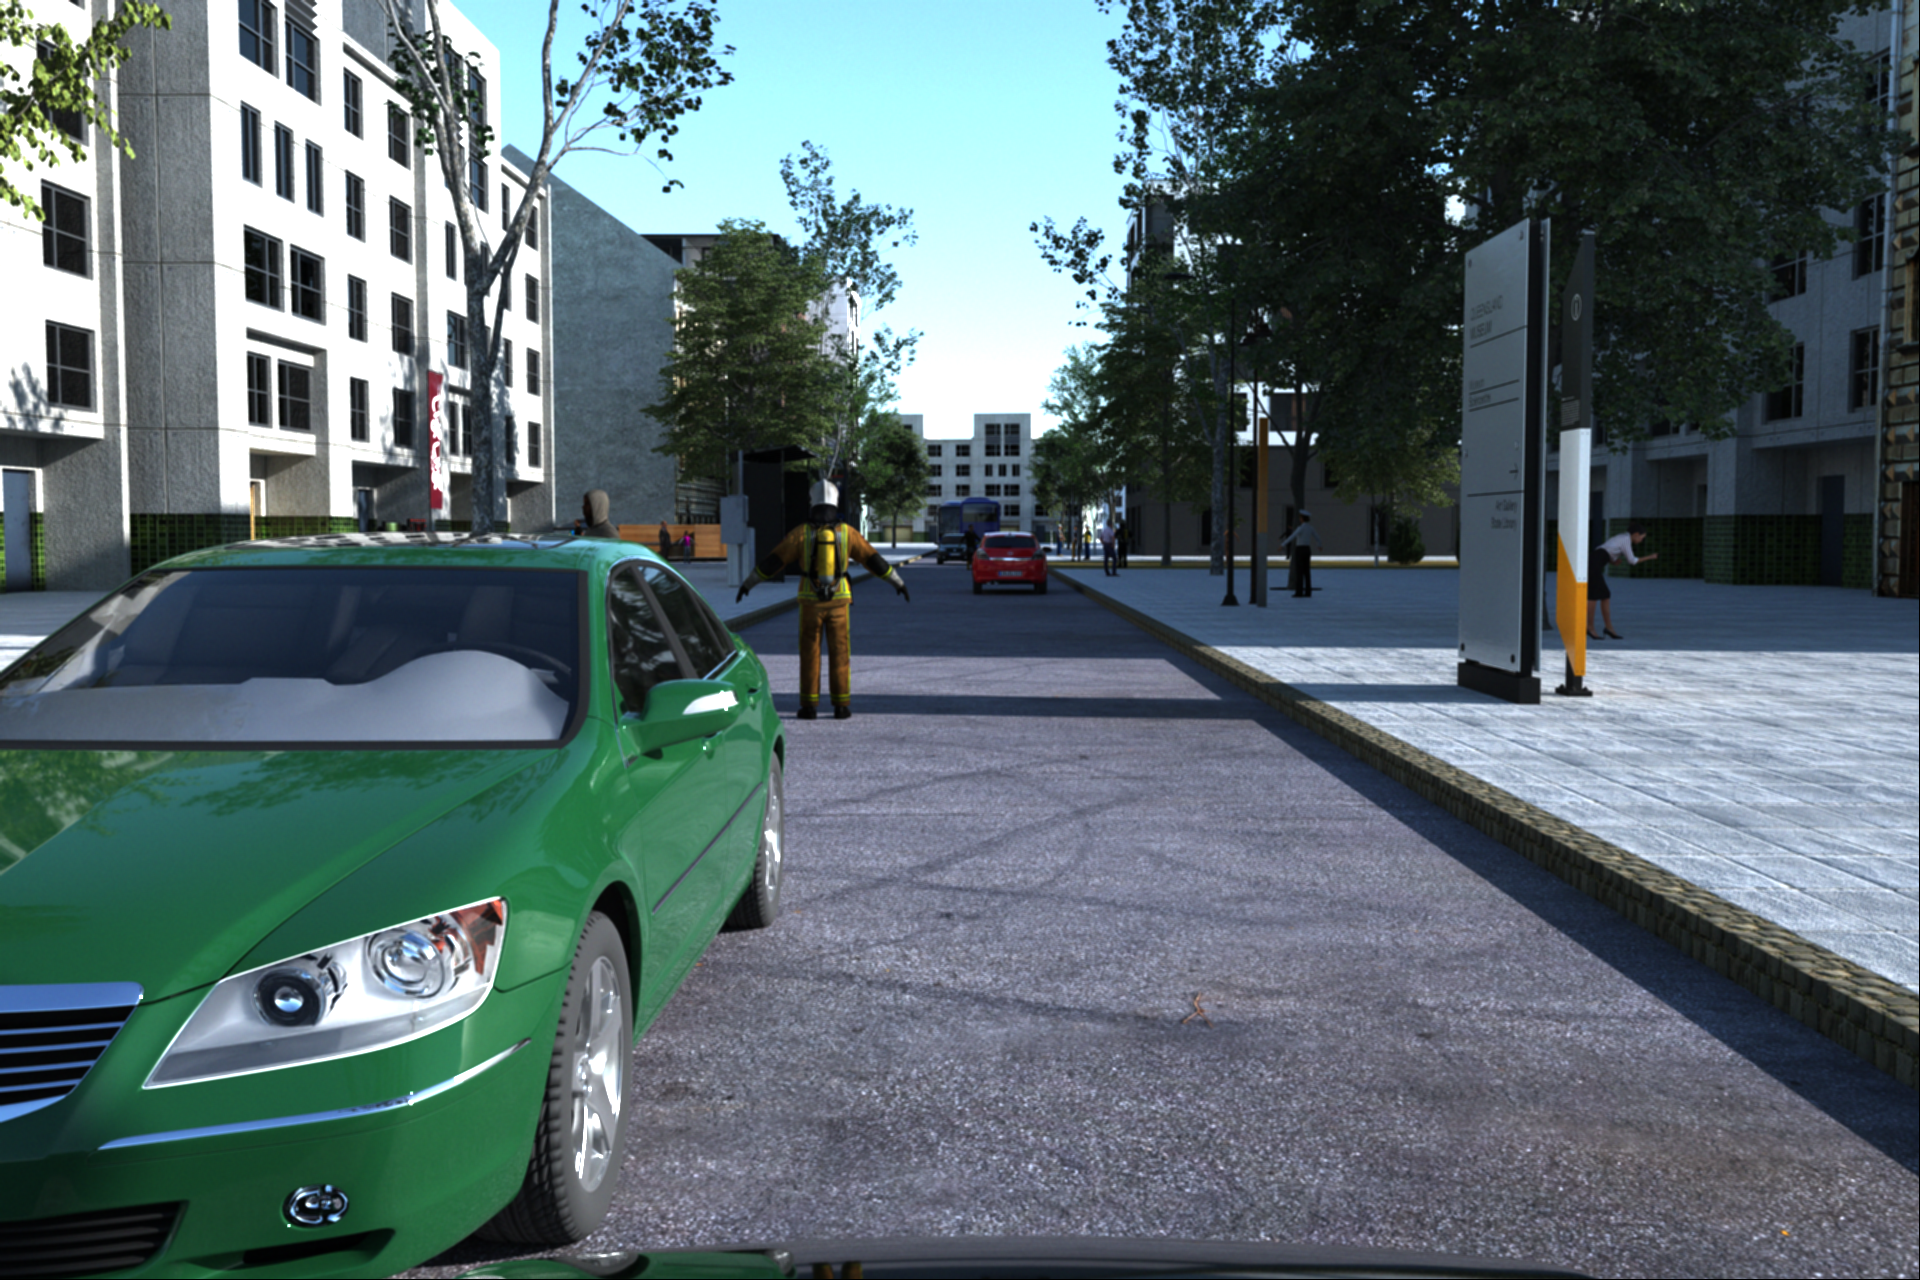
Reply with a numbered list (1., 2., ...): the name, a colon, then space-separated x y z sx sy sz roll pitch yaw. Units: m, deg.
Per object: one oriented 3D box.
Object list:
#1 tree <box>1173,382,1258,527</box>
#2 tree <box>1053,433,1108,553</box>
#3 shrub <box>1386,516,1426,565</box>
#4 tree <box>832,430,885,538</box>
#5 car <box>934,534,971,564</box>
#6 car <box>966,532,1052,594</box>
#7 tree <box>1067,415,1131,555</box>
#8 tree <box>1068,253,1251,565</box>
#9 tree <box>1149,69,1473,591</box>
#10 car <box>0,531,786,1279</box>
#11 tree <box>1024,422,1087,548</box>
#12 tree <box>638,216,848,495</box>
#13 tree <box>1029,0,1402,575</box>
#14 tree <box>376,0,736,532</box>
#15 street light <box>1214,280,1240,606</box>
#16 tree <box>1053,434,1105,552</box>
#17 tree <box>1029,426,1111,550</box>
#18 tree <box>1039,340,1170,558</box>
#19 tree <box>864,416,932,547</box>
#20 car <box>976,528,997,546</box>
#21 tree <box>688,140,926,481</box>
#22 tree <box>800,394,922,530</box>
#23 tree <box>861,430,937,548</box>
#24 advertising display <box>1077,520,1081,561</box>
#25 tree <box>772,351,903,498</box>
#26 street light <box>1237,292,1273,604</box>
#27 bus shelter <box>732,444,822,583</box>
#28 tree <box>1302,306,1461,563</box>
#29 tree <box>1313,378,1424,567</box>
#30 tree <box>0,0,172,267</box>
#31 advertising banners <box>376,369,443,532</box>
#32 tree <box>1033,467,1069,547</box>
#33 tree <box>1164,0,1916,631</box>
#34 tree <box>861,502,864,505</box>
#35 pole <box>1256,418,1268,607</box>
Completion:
1. tree: 11.914 -7.946 80.284 4.737 8.622 4.395 0 3 0
2. tree: 7.871 -10.123 115.867 4.360 8.622 3.978 0 3 0
3. shrub: 18.511 -4.145 71.807 1.661 2.075 1.752 0 3 0
4. tree: -6.474 -10.035 114.429 4.737 8.622 4.395 0 3 0
5. car: -0.214 -4.479 83.020 2.009 1.686 4.222 0 4 1
6. car: 1.209 -2.061 42.739 2.155 1.783 4.494 0 4 1
7. tree: 8.255 -9.551 106.513 4.360 8.622 3.978 0 3 0
8. tree: 8.303 -9.353 71.051 7.486 12.596 7.792 0 3 0
9. tree: 7.775 -6.940 39.232 9.928 11.665 9.643 0 3 0
10. car: -1.608 0.414 5.028 2.131 1.459 4.920 0 4 1
11. tree: 9.448 -14.211 158.106 9.928 11.665 9.643 0 3 0
12. tree: -7.758 -8.856 62.919 7.486 12.596 7.792 0 3 0
13. tree: 8.617 -12.170 54.869 12.611 20.169 13.585 0 3 0
14. tree: -7.143 -10.573 28.751 12.611 20.169 13.585 0 3 0
15. street light: 5.392 -3.569 30.899 1.470 5.913 1.316 0 4 1
16. tree: 8.593 -10.489 121.860 4.360 8.622 3.978 0 3 0
17. tree: 9.321 -12.780 143.368 7.601 10.594 8.767 -1 4 -12
18. tree: 8.096 -10.207 92.634 9.928 11.665 9.643 0 3 0
19. tree: -6.192 -15.219 166.957 7.486 12.596 7.792 0 3 0
20. car: 1.577 -4.036 75.575 1.945 1.707 3.694 0 4 0
21. tree: -7.847 -14.097 86.378 12.611 20.169 13.585 0 3 0
22. tree: -6.446 -10.606 107.824 8.767 10.594 7.601 0 4 4
23. tree: -6.003 -13.515 155.386 8.767 10.594 7.601 1 4 8
24. advertising display: 5.621 -4.684 81.790 0.123 1.923 0.974 0 4 0
25. tree: -7.048 -10.601 99.087 9.928 11.665 9.643 0 3 0
26. street light: 5.400 -3.603 31.691 0.468 5.910 1.993 0 4 1
27. bus shelter: -5.043 -3.498 48.483 1.731 3.624 6.357 0 4 2
28. tree: 19.085 -9.763 77.747 7.486 12.596 7.792 0 3 0
29. tree: 16.152 -7.164 67.498 4.737 8.622 4.395 0 3 0
30. tree: -8.481 -3.888 13.930 4.737 8.622 4.395 0 3 0
31. advertising banners: -5.645 -1.330 17.934 0.090 3.025 2.074 0 4 1
32. tree: 9.027 -13.409 169.604 4.737 8.622 4.395 0 3 0
33. tree: 7.514 -7.115 22.989 9.857 13.997 8.962 0 3 0
34. tree: -16.171 -18.765 257.163 4.737 8.622 4.395 0 3 0
35. pole: 5.314 -2.238 30.426 0.158 3.312 0.155 0 3 0
